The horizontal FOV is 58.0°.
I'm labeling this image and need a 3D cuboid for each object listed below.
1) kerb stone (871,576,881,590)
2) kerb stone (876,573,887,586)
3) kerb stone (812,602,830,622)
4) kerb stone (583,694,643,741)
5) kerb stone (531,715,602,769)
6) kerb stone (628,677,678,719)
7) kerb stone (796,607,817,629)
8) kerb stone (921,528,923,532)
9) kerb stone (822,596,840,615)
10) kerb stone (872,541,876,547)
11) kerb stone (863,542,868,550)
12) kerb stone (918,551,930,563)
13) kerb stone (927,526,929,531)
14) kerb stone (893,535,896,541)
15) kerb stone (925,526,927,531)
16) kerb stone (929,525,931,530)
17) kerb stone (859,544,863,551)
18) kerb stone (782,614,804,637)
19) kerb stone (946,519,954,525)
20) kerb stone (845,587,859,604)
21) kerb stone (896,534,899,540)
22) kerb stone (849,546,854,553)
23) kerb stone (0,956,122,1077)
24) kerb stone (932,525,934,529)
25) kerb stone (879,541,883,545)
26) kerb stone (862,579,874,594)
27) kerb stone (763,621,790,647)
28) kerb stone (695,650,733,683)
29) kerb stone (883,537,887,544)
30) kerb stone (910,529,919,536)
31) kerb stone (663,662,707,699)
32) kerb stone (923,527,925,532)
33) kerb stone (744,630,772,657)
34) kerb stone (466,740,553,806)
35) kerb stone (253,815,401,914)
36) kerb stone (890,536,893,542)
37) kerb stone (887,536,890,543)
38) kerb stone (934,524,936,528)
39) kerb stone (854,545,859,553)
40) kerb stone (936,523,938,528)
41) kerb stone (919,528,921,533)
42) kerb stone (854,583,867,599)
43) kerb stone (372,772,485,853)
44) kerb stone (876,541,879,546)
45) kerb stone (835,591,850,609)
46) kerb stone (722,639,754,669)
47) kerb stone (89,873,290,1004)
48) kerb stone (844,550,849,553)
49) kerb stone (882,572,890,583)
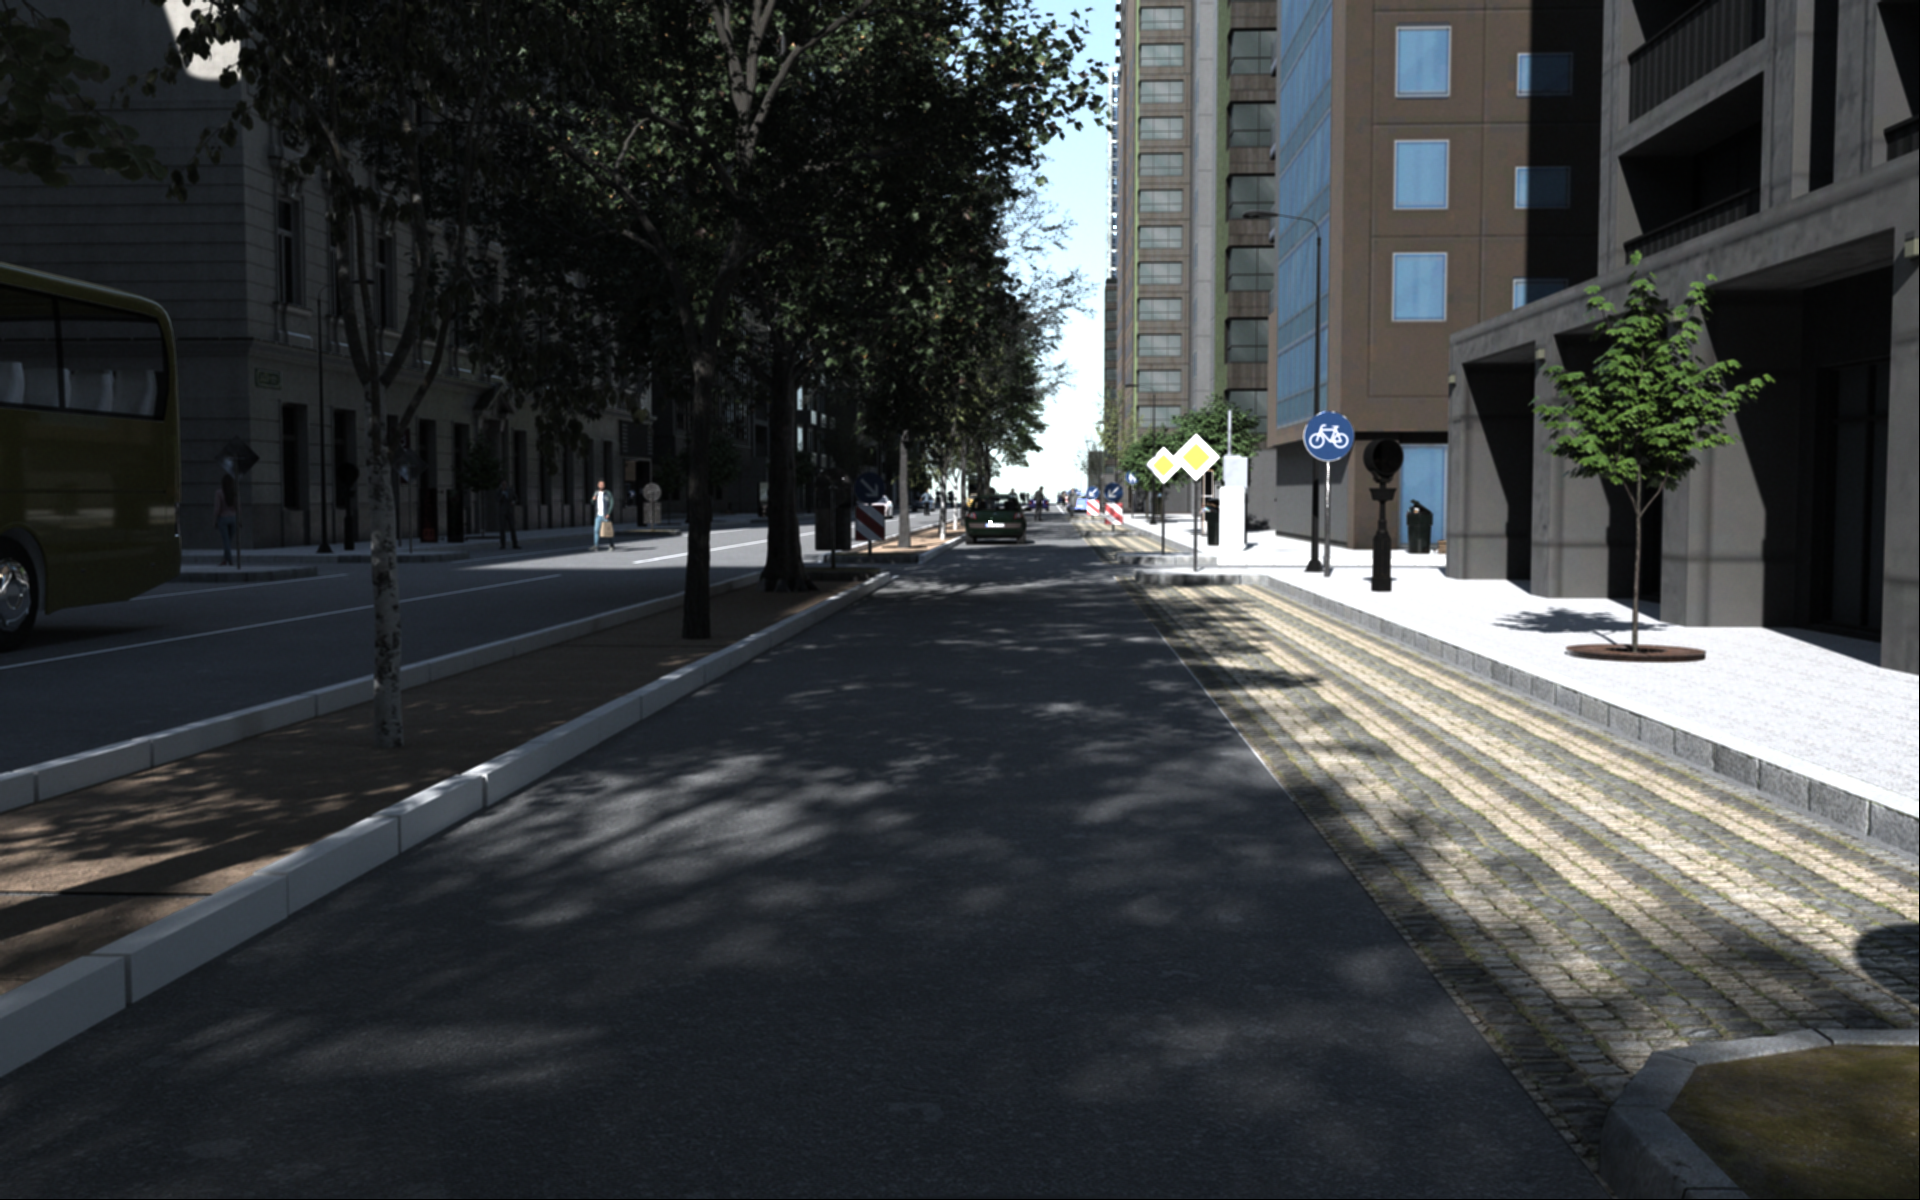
[{"bbox_3d":[-1.327,-0.217,25.850,0.120,0.150,1.000,0,4,3],"label":"kerb stone"},{"bbox_3d":[-1.276,-0.287,26.881,0.120,0.150,1.000,0,4,3],"label":"kerb stone"},{"bbox_3d":[-1.635,0.153,19.713,0.120,0.150,1.000,0,4,3],"label":"kerb stone"},{"bbox_3d":[-2.111,0.716,10.482,0.120,0.150,1.000,0,4,3],"label":"kerb stone"},{"bbox_3d":[-2.158,0.779,9.461,0.120,0.150,1.000,0,4,3],"label":"kerb stone"},{"bbox_3d":[-2.054,0.654,11.503,0.120,0.150,1.000,0,4,3],"label":"kerb stone"},{"bbox_3d":[-1.693,0.215,18.692,0.120,0.150,1.000,0,4,3],"label":"kerb stone"},{"bbox_3d":[-1.536,-2.517,63.351,0.120,0.150,1.000,0,4,3],"label":"kerb stone"},{"bbox_3d":[-1.588,0.090,20.734,0.120,0.150,1.000,0,4,3],"label":"kerb stone"},{"bbox_3d":[-2.415,-1.451,45.951,0.120,0.150,1.000,0,4,3],"label":"kerb stone"},{"bbox_3d":[-2.511,-1.327,43.897,0.120,0.150,1.000,0,4,3],"label":"kerb stone"},{"bbox_3d":[-0.783,-0.882,36.609,0.120,0.150,1.000,0,4,3],"label":"kerb stone"},{"bbox_3d":[-1.378,-2.705,66.414,0.120,0.150,1.000,0,4,3],"label":"kerb stone"},{"bbox_3d":[-2.106,-1.830,52.112,0.120,0.150,1.000,0,4,3],"label":"kerb stone"},{"bbox_3d":[-1.426,-2.639,65.393,0.120,0.150,1.000,0,4,3],"label":"kerb stone"},{"bbox_3d":[-1.321,-2.767,67.434,0.120,0.150,1.000,0,4,3],"label":"kerb stone"},{"bbox_3d":[-2.573,-1.265,42.876,0.120,0.150,1.000,0,4,3],"label":"kerb stone"},{"bbox_3d":[-1.743,0.277,17.661,0.120,0.150,1.000,0,4,3],"label":"kerb stone"},{"bbox_3d":[-0.504,-3.764,83.786,0.120,0.150,1.000,0,4,3],"label":"kerb stone"},{"bbox_3d":[-1.482,-0.036,22.787,0.120,0.150,1.000,0,4,3],"label":"kerb stone"},{"bbox_3d":[-2.048,-1.888,53.132,0.120,0.150,1.000,0,4,3],"label":"kerb stone"},{"bbox_3d":[-2.678,-1.139,40.826,0.120,0.150,1.000,0,4,3],"label":"kerb stone"},{"bbox_3d":[-2.412,1.098,4.332,0.120,0.150,1.000,0,4,3],"label":"kerb stone"},{"bbox_3d":[-1.222,-2.884,69.476,0.120,0.150,1.000,0,4,3],"label":"kerb stone"},{"bbox_3d":[-2.317,-1.579,48.009,0.120,0.150,1.000,0,4,3],"label":"kerb stone"},{"bbox_3d":[-1.380,-0.158,24.829,0.120,0.150,1.000,0,4,3],"label":"kerb stone"},{"bbox_3d":[-1.794,0.341,16.640,0.120,0.150,1.000,0,4,3],"label":"kerb stone"},{"bbox_3d":[-1.952,0.528,13.555,0.120,0.150,1.000,0,4,3],"label":"kerb stone"},{"bbox_3d":[-2.256,-1.641,49.032,0.120,0.150,1.000,0,4,3],"label":"kerb stone"},{"bbox_3d":[-1.631,-2.388,61.304,0.120,0.150,1.000,0,4,3],"label":"kerb stone"},{"bbox_3d":[-2.010,0.591,12.526,0.120,0.150,1.000,0,4,3],"label":"kerb stone"},{"bbox_3d":[-1.482,-2.579,64.372,0.120,0.150,1.000,0,4,3],"label":"kerb stone"},{"bbox_3d":[-1.855,0.406,15.612,0.120,0.150,1.000,0,4,3],"label":"kerb stone"},{"bbox_3d":[-2.201,0.841,8.440,0.120,0.150,1.000,0,4,3],"label":"kerb stone"},{"bbox_3d":[-2.318,0.970,6.388,0.120,0.150,1.000,0,4,3],"label":"kerb stone"},{"bbox_3d":[-2.165,-1.767,51.089,0.120,0.150,1.000,0,4,3],"label":"kerb stone"},{"bbox_3d":[-2.201,-1.704,50.059,0.120,0.150,1.000,0,4,3],"label":"kerb stone"},{"bbox_3d":[-1.177,-2.954,70.498,0.120,0.150,1.000,0,4,3],"label":"kerb stone"},{"bbox_3d":[-2.626,-1.200,41.850,0.120,0.150,1.000,0,4,3],"label":"kerb stone"},{"bbox_3d":[-1.121,-3.015,71.518,0.120,0.150,1.000,0,4,3],"label":"kerb stone"},{"bbox_3d":[-1.587,-2.454,62.325,0.120,0.150,1.000,0,4,3],"label":"kerb stone"},{"bbox_3d":[-1.429,-0.094,23.808,0.120,0.150,1.000,0,4,3],"label":"kerb stone"},{"bbox_3d":[-2.267,0.904,7.416,0.120,0.150,1.000,0,4,3],"label":"kerb stone"},{"bbox_3d":[-2.368,-1.515,46.972,0.120,0.150,1.000,0,4,3],"label":"kerb stone"},{"bbox_3d":[-1.533,0.027,21.761,0.120,0.150,1.000,0,4,3],"label":"kerb stone"},{"bbox_3d":[-1.899,0.471,14.581,0.120,0.150,1.000,0,4,3],"label":"kerb stone"},{"bbox_3d":[-2.362,1.038,5.367,0.120,0.150,1.000,0,4,3],"label":"kerb stone"},{"bbox_3d":[-2.722,-1.073,39.805,0.120,0.150,1.000,0,4,3],"label":"kerb stone"},{"bbox_3d":[-1.234,-0.347,27.902,0.120,0.150,1.000,0,4,3],"label":"kerb stone"}]
